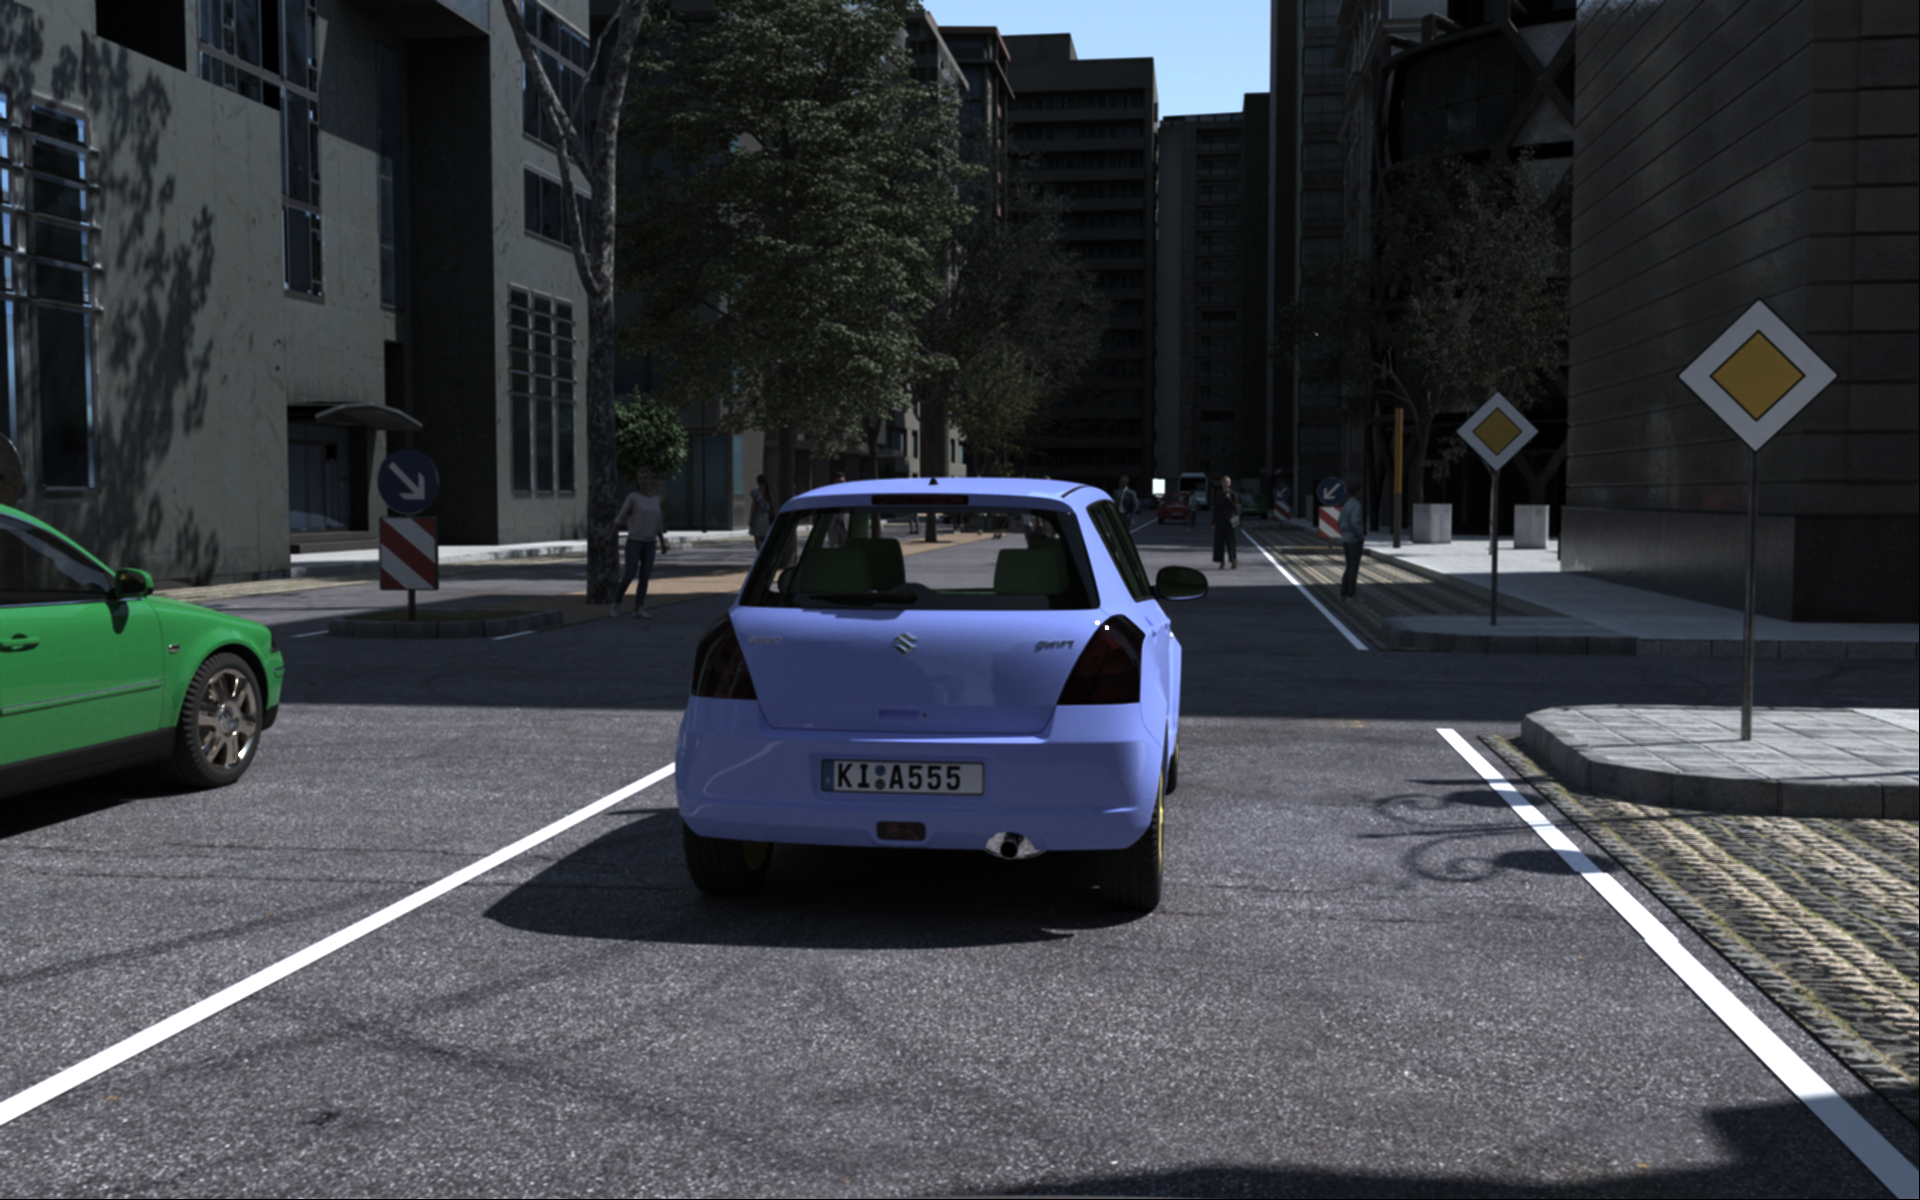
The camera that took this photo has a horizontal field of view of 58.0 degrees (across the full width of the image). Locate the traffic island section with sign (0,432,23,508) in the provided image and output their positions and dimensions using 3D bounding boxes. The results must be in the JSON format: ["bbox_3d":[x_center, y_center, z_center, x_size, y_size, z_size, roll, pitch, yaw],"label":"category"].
[{"bbox_3d":[-6.528,-0.162,10.779,2.006,1.907,1.989,0,4,8],"label":"traffic island section with sign"}]

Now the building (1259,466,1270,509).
[{"bbox_3d":[37.586,-43.737,153.344,20.563,71.187,20.611,0,4,8],"label":"building"}]

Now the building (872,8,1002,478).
[{"bbox_3d":[-13.078,-27.210,136.768,32.217,40.220,23.993,0,4,8],"label":"building"}]

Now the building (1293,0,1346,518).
[{"bbox_3d":[26.265,-25.385,98.637,14.154,41.232,14.086,0,4,8],"label":"building"}]

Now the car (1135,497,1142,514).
[{"bbox_3d":[12.191,-6.966,126.249,2.083,1.381,4.827,1,4,9],"label":"car"}]

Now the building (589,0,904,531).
[{"bbox_3d":[-15.570,-27.715,72.741,23.786,49.044,30.456,0,4,8],"label":"building"}]

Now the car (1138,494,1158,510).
[{"bbox_3d":[17.460,-9.116,161.046,2.014,1.417,4.499,1,4,8],"label":"car"}]

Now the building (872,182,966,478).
[{"bbox_3d":[-15.259,-16.263,110.938,27.650,21.520,28.899,0,4,8],"label":"building"}]

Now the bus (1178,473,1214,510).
[{"bbox_3d":[21.604,-10.028,158.810,2.948,3.499,13.247,1,4,10],"label":"bus"}]

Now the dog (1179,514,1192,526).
[{"bbox_3d":[10.252,-3.775,78.564,0.800,0.831,0.513,1,4,17],"label":"dog"}]

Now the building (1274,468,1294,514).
[{"bbox_3d":[38.014,-25.993,116.864,32.217,40.220,23.993,0,4,8],"label":"building"}]

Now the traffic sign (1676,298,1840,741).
[{"bbox_3d":[4.093,-0.325,8.962,0.795,2.450,0.064,0,4,8],"label":"traffic sign"}]

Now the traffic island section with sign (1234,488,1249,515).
[{"bbox_3d":[19.562,-6.691,118.029,1.989,1.847,2.006,0,4,8],"label":"traffic island section with sign"}]

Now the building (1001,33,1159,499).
[{"bbox_3d":[10.478,-34.443,186.849,21.600,48.544,21.300,0,4,8],"label":"building"}]

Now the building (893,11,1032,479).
[{"bbox_3d":[-8.505,-30.932,160.369,28.867,44.769,22.147,0,4,8],"label":"building"}]

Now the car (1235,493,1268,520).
[{"bbox_3d":[16.645,-5.520,99.043,1.959,1.807,4.718,0,4,8],"label":"car"}]

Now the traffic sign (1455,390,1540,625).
[{"bbox_3d":[5.212,-0.809,16.869,0.795,2.450,0.064,0,4,8],"label":"traffic sign"}]

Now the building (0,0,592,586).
[{"bbox_3d":[-21.775,-44.083,33.433,22.319,86.520,31.000,0,4,8],"label":"building"}]

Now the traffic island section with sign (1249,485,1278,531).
[{"bbox_3d":[12.494,-3.635,68.057,1.989,1.847,2.006,0,4,8],"label":"traffic island section with sign"}]

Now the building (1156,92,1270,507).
[{"bbox_3d":[27.566,-30.391,180.493,14.086,41.232,14.154,0,4,8],"label":"building"}]

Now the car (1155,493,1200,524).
[{"bbox_3d":[10.478,-4.556,83.527,2.155,1.783,4.494,0,4,8],"label":"car"}]

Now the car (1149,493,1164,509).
[{"bbox_3d":[19.176,-9.627,166.448,2.155,1.783,4.494,1,4,10],"label":"car"}]

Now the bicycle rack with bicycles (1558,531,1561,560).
[{"bbox_3d":[12.818,-1.226,33.428,2.852,0.926,2.925,-2,4,-34],"label":"bicycle rack with bicycles"}]

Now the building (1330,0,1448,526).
[{"bbox_3d":[24.400,-17.773,77.981,14.401,28.519,23.554,0,4,8],"label":"building"}]

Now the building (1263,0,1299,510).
[{"bbox_3d":[31.716,-29.805,137.416,14.600,45.320,14.200,0,4,8],"label":"building"}]

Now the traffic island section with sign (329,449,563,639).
[{"bbox_3d":[-5.480,-0.610,18.112,2.006,1.907,1.989,0,4,8],"label":"traffic island section with sign"}]

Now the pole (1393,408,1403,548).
[{"bbox_3d":[10.410,-2.895,41.168,0.158,3.312,0.155,0,3,0],"label":"pole"}]

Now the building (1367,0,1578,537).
[{"bbox_3d":[22.073,-11.608,57.250,16.820,18.784,16.811,0,4,8],"label":"building"}]

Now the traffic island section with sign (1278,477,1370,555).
[{"bbox_3d":[8.708,-2.002,41.368,1.989,1.847,2.006,0,4,8],"label":"traffic island section with sign"}]

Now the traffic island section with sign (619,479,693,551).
[{"bbox_3d":[-7.981,-2.197,44.552,1.989,1.847,2.006,0,4,8],"label":"traffic island section with sign"}]

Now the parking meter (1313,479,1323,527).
[{"bbox_3d":[13.996,-3.784,67.577,0.399,1.863,0.255,0,4,-2],"label":"parking meter"}]

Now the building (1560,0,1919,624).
[{"bbox_3d":[21.097,-13.644,20.345,25.104,27.353,12.463,0,4,8],"label":"building"}]
